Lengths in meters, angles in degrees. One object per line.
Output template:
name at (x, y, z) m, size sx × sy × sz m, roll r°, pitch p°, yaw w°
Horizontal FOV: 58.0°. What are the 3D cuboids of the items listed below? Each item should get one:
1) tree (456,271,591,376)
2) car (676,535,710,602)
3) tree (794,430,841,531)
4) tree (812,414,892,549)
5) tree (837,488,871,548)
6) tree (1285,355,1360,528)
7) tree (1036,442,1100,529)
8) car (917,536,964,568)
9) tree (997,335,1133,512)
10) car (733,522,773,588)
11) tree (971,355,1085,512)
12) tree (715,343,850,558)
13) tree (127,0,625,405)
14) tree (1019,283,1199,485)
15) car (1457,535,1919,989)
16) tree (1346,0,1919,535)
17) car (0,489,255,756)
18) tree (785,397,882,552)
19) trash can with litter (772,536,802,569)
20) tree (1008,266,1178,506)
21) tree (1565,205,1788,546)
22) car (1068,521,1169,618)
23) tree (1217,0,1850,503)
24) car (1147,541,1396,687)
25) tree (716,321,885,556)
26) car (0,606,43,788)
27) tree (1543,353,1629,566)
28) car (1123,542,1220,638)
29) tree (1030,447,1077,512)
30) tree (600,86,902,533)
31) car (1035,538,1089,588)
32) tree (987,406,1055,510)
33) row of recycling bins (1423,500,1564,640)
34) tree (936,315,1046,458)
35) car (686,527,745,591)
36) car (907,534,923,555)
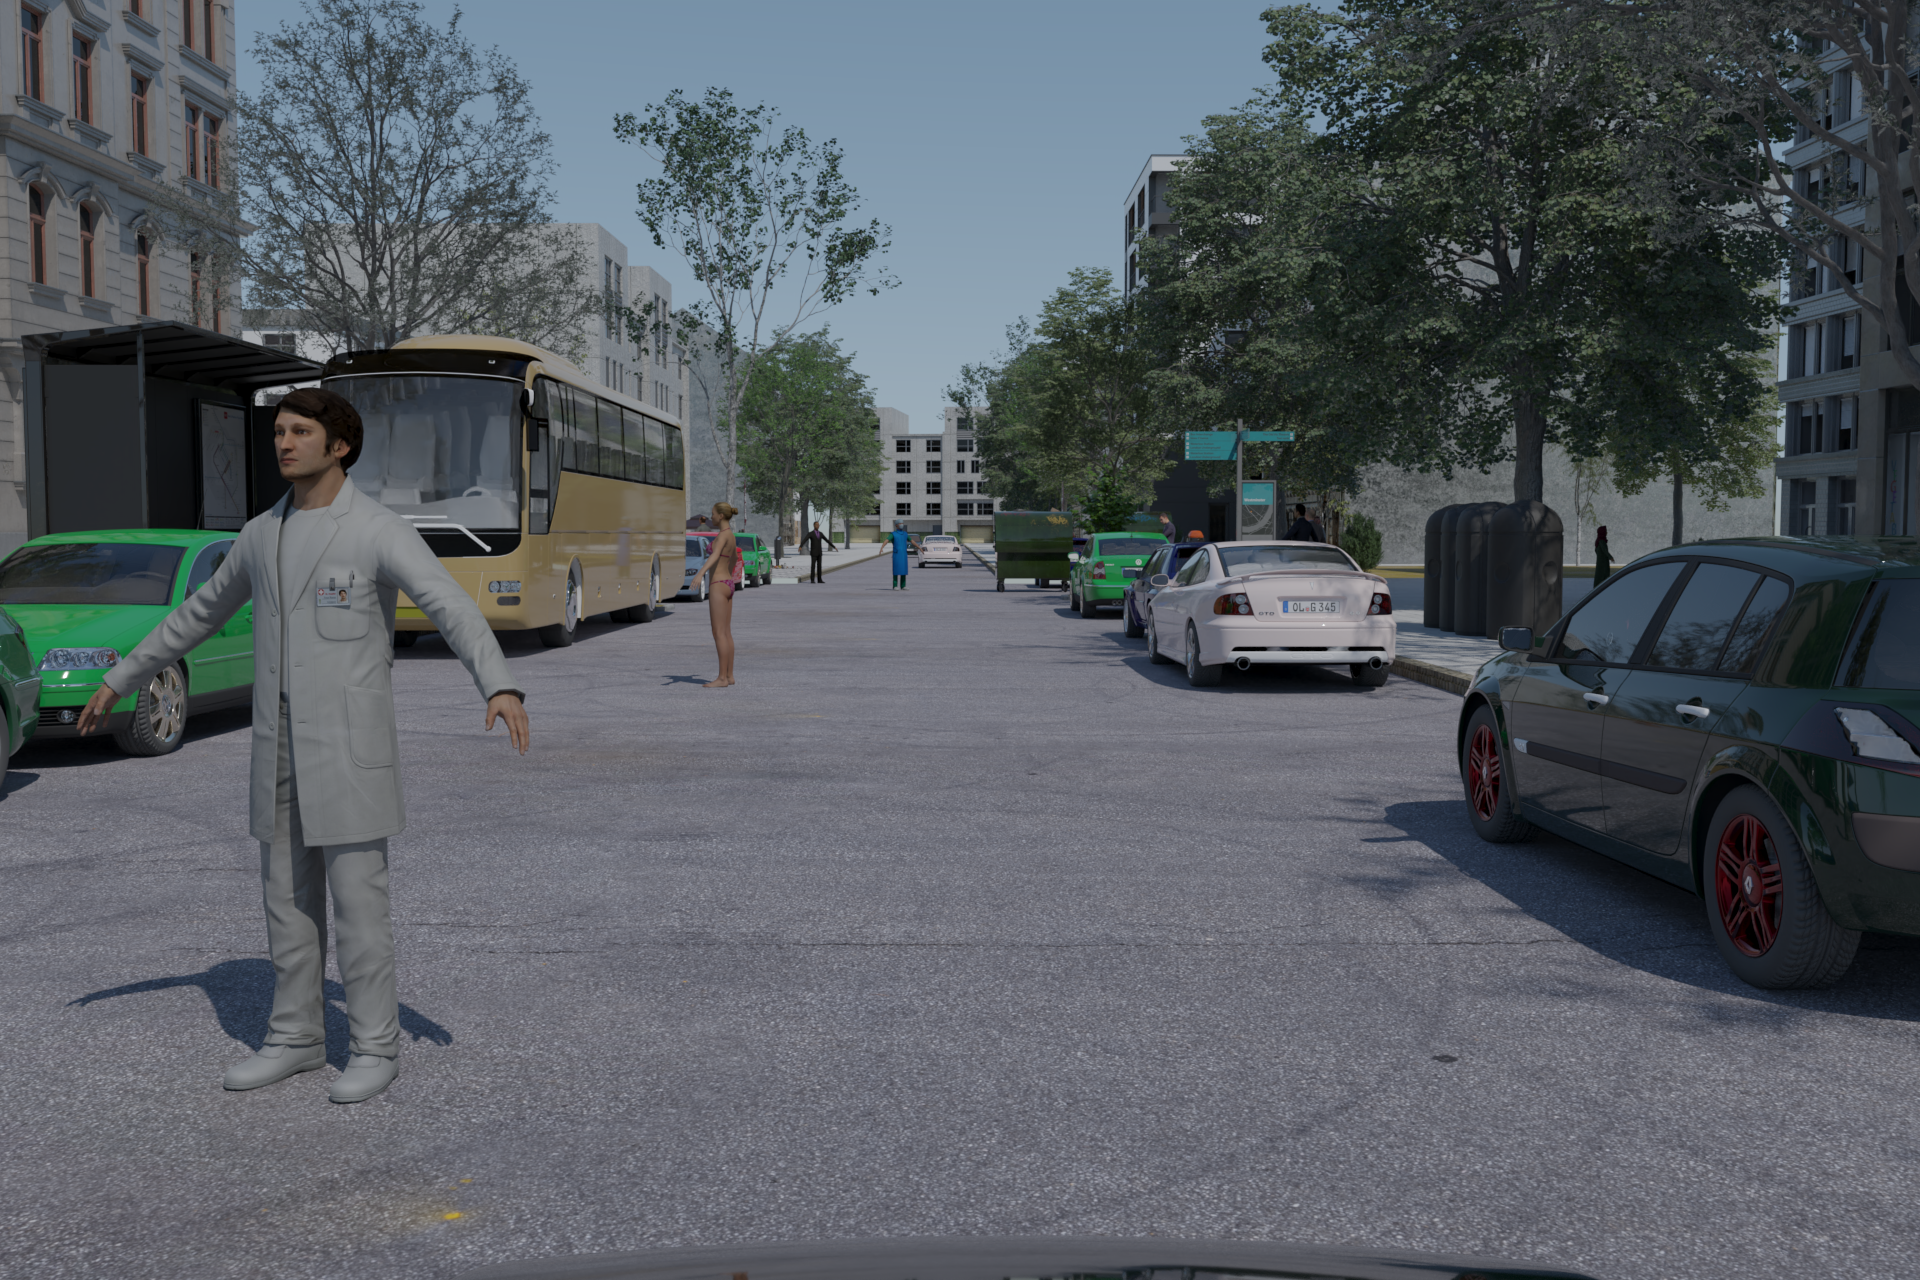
tree at (-12.534, -6.038, 49.082) m, size 4.737 × 8.622 × 4.395 m, roll 0°, pitch 3°, yaw 0°
car at (-6.259, -1.582, 37.874) m, size 2.014 × 1.417 × 4.499 m, roll 0°, pitch 3°, yaw 0°
tree at (-9.361, -10.035, 114.433) m, size 4.360 × 8.622 × 3.978 m, roll 0°, pitch 3°, yaw 0°
tree at (-9.517, -13.860, 144.740) m, size 7.486 × 12.596 × 7.792 m, roll 0°, pitch 3°, yaw 0°
tree at (-10.169, -12.597, 156.320) m, size 4.737 × 8.622 × 4.395 m, roll 0°, pitch 3°, yaw 0°
tree at (13.357, -6.951, 64.008) m, size 4.737 × 8.622 × 4.395 m, roll 0°, pitch 3°, yaw 0°
tree at (6.222, -9.471, 105.217) m, size 4.737 × 8.622 × 4.395 m, roll 0°, pitch 3°, yaw 0°
car at (-0.845, -3.761, 73.847) m, size 2.083 × 1.381 × 4.827 m, roll 0°, pitch 4°, yaw -1°
tree at (5.519, -10.011, 89.429) m, size 9.928 × 11.665 × 9.643 m, roll 0°, pitch 3°, yaw 0°
car at (-6.234, -2.379, 47.698) m, size 1.959 × 1.807 × 4.718 m, roll 0°, pitch 3°, yaw 0°
tree at (5.187, -13.195, 122.394) m, size 9.857 × 13.997 × 8.962 m, roll 0°, pitch 3°, yaw 0°
tree at (-9.525, -10.243, 93.228) m, size 9.928 × 11.665 × 9.643 m, roll 0°, pitch 3°, yaw 0°
tree at (-12.469, -7.786, 37.673) m, size 12.009 × 13.543 × 11.850 m, roll 0°, pitch 3°, yaw 0°
tree at (5.838, -7.914, 63.808) m, size 7.601 × 10.594 × 8.767 m, roll -1°, pitch 4°, yaw -15°
car at (3.304, 0.179, 6.858) m, size 2.009 × 1.686 × 4.222 m, roll 0°, pitch 4°, yaw -1°
tree at (8.762, -6.431, 15.511) m, size 12.009 × 13.543 × 11.850 m, roll 0°, pitch 3°, yaw 0°
car at (-6.011, -0.230, 12.563) m, size 1.959 × 1.807 × 4.718 m, roll 0°, pitch 4°, yaw 0°
tree at (-9.274, -12.230, 125.722) m, size 9.928 × 11.665 × 9.643 m, roll 0°, pitch 3°, yaw 0°
trash can with litter at (-6.675, -3.289, 64.836) m, size 1.678 × 1.210 × 2.233 m, roll 0°, pitch 4°, yaw 1°
tree at (5.479, -9.549, 74.246) m, size 7.486 × 12.596 × 7.792 m, roll 0°, pitch 3°, yaw 0°
tree at (24.700, -8.703, 60.428) m, size 7.486 × 12.596 × 7.792 m, roll 0°, pitch 3°, yaw 0°
car at (2.943, -1.354, 30.927) m, size 1.959 × 1.807 × 4.718 m, roll 0°, pitch 4°, yaw 0°
tree at (9.463, -7.477, 28.897) m, size 9.857 × 13.997 × 8.962 m, roll 0°, pitch 3°, yaw 0°
car at (3.054, -0.324, 17.652) m, size 2.083 × 1.381 × 4.827 m, roll 0°, pitch 4°, yaw -1°
tree at (-9.381, -12.013, 103.062) m, size 9.857 × 13.997 × 8.962 m, roll 0°, pitch 3°, yaw 0°
car at (-5.986, 0.257, 7.590) m, size 2.131 × 1.459 × 4.920 m, roll 0°, pitch 3°, yaw 0°
tree at (24.502, -7.261, 69.087) m, size 4.360 × 8.622 × 3.978 m, roll 0°, pitch 3°, yaw 0°
car at (3.172, -0.625, 22.794) m, size 1.945 × 1.354 × 3.894 m, roll 0°, pitch 4°, yaw -2°
tree at (6.132, -9.822, 110.956) m, size 4.737 × 8.622 × 4.395 m, roll 0°, pitch 3°, yaw 0°
tree at (-8.798, -13.214, 71.938) m, size 12.611 × 20.169 × 13.585 m, roll 0°, pitch 3°, yaw 0°
car at (2.944, -2.103, 46.972) m, size 1.945 × 1.354 × 3.894 m, roll 0°, pitch 4°, yaw 0°
tree at (5.670, -13.286, 135.345) m, size 7.486 × 12.596 × 7.792 m, roll 0°, pitch 3°, yaw 0°
row of recycling bins at (6.794, -0.932, 22.351) m, size 1.069 × 1.692 × 3.534 m, roll 0°, pitch 4°, yaw -1°
tree at (4.288, -18.142, 152.507) m, size 12.611 × 20.169 × 13.585 m, roll 0°, pitch 3°, yaw 0°
car at (-6.363, -2.042, 42.422) m, size 2.155 × 1.783 × 4.494 m, roll 0°, pitch 4°, yaw 0°
car at (-3.091, -5.899, 106.236) m, size 2.009 × 1.686 × 4.222 m, roll 0°, pitch 4°, yaw -1°
